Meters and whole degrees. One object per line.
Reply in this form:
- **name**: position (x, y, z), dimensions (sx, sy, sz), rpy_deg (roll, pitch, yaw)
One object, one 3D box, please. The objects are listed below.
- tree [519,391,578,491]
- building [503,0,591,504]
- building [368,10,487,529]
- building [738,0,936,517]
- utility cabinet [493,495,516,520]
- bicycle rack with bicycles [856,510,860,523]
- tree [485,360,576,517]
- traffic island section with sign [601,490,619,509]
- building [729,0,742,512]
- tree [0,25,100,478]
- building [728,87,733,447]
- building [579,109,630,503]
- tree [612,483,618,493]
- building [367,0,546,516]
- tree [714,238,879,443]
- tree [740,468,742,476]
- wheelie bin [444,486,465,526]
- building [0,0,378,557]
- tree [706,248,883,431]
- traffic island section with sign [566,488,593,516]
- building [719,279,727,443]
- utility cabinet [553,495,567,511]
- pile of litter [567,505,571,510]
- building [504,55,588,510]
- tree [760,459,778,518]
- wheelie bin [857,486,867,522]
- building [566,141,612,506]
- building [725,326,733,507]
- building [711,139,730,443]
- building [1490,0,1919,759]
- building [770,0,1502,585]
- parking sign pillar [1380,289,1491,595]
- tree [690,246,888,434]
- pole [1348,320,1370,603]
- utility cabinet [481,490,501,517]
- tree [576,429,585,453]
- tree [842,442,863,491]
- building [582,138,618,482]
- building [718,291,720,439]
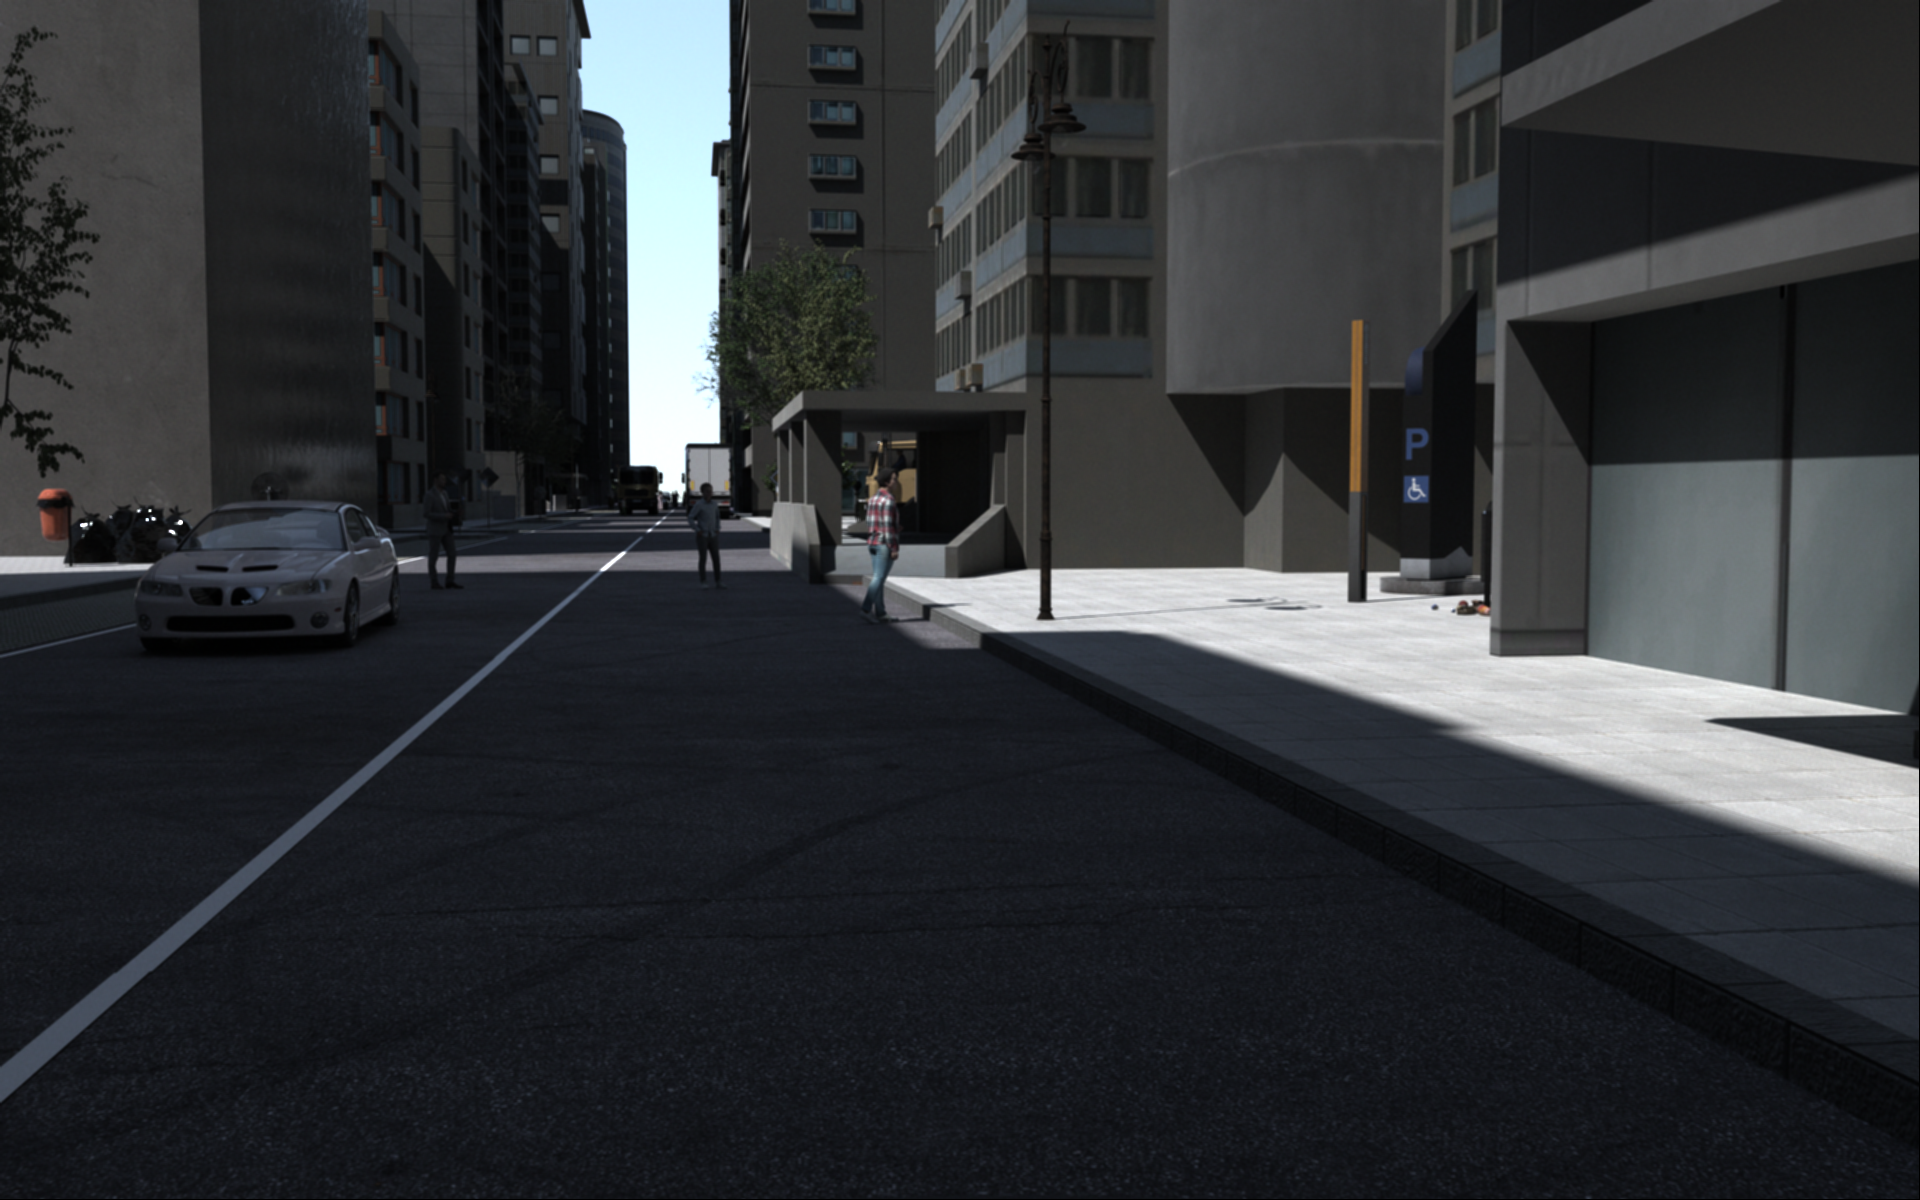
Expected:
- **tree**: position (-29.381, -10.516, 122.294), dimensions (4.737, 8.622, 4.395), rpy_deg (0, 3, 0)
- **building**: position (-51.684, -35.655, 172.198), dimensions (28.713, 52.752, 27.495), rpy_deg (-1, 4, -9)
- **building**: position (-36.456, -14.030, 74.422), dimensions (27.650, 21.520, 28.899), rpy_deg (-1, 4, -9)
- **building**: position (-2.710, -29.600, 107.663), dimensions (21.300, 48.544, 21.600), rpy_deg (-1, 4, -9)
- **utility cabinet**: position (-22.765, -4.608, 86.503), dimensions (1.020, 1.237, 0.306), rpy_deg (-1, 4, -16)
- **bicycle rack with bicycles**: position (-3.188, -3.591, 72.103), dimensions (2.925, 0.926, 2.852), rpy_deg (-3, 5, -44)
- **tree**: position (-24.364, -8.926, 96.307), dimensions (4.360, 8.622, 3.978), rpy_deg (0, 3, 0)
- **traffic island section with sign**: position (-32.506, -9.374, 161.886), dimensions (1.989, 1.847, 2.006), rpy_deg (-1, 4, -9)
- **building**: position (-10.505, -27.473, 132.786), dimensions (14.154, 41.232, 14.086), rpy_deg (-1, 4, -9)
- **tree**: position (-14.447, -4.573, 25.130), dimensions (4.737, 8.622, 4.395), rpy_deg (0, 3, 0)
- **building**: position (-9.864, -30.846, 158.959), dimensions (22.147, 44.769, 28.867), rpy_deg (-1, 4, -9)
- **building**: position (-61.319, -44.027, 261.839), dimensions (21.231, 58.520, 28.212), rpy_deg (-1, 4, -9)
- **tree**: position (-43.071, -13.366, 213.136), dimensions (1.663, 3.219, 1.824), rpy_deg (0, 3, 0)
- **building**: position (-36.700, -40.838, 105.949), dimensions (20.563, 71.187, 20.611), rpy_deg (-1, 4, -9)
- **tree**: position (-4.088, -6.035, 49.040), dimensions (4.737, 8.622, 4.395), rpy_deg (0, 3, 0)
- **tree**: position (-14.041, -8.515, 122.927), dimensions (4.285, 4.588, 4.351), rpy_deg (0, 3, 0)
- **wheelie bin**: position (-20.267, -3.742, 69.097), dimensions (0.980, 1.594, 0.693), rpy_deg (-2, 4, -25)
- **building**: position (-33.815, -14.535, 42.156), dimensions (34.151, 26.468, 19.350), rpy_deg (-1, 4, -9)
- **tree**: position (-6.897, -8.969, 72.394), dimensions (9.928, 11.665, 9.643), rpy_deg (0, 3, 0)
- **traffic island section with sign**: position (-24.828, -6.336, 112.220), dimensions (1.989, 1.847, 2.006), rpy_deg (-1, 4, -9)
- **building**: position (-25.242, -28.227, 233.211), dimensions (14.160, 30.474, 14.107), rpy_deg (-1, 4, -9)
- **utility cabinet**: position (-30.798, -7.473, 133.340), dimensions (1.020, 1.237, 0.306), rpy_deg (-3, 5, -43)
- **pile of litter**: position (-31.468, -7.533, 137.127), dimensions (1.719, 0.858, 1.176), rpy_deg (-1, 4, -16)
- **building**: position (-48.497, -27.787, 146.194), dimensions (32.217, 40.220, 23.993), rpy_deg (-1, 4, -9)
- **tree**: position (-9.990, -6.119, 94.653), dimensions (1.663, 3.219, 1.824), rpy_deg (0, 3, 0)
- **wheelie bin**: position (-3.580, -3.660, 67.744), dimensions (0.693, 1.594, 0.980), rpy_deg (-3, 5, -41)
- **building**: position (-46.840, -31.257, 194.639), dimensions (14.154, 41.232, 14.086), rpy_deg (-1, 4, -9)
- **building**: position (-11.367, -21.013, 188.608), dimensions (27.650, 21.520, 28.899), rpy_deg (-1, 4, -9)
- **building**: position (-21.693, -40.675, 254.275), dimensions (28.713, 52.752, 27.495), rpy_deg (-1, 4, -9)
- **building**: position (17.040, -25.234, 1.822), dimensions (28.713, 52.752, 27.495), rpy_deg (-1, 4, -9)
- **building**: position (12.467, -21.021, 35.580), dimensions (32.217, 40.220, 23.993), rpy_deg (-1, 4, -9)
- **parking sign pillar**: position (6.230, -2.083, 22.526), dimensions (1.447, 3.967, 1.447), rpy_deg (3, 5, 40)
- **tree**: position (-8.475, -10.744, 86.040), dimensions (12.009, 13.543, 11.850), rpy_deg (0, 3, 0)
- **pole**: position (4.711, -1.627, 20.438), dimensions (0.158, 3.312, 0.155), rpy_deg (0, 3, 0)
- **utility cabinet**: position (-25.393, -5.198, 93.660), dimensions (0.318, 1.500, 1.173), rpy_deg (3, 4, 38)
- **tree**: position (-30.096, -10.867, 128.040), dimensions (4.360, 8.622, 3.978), rpy_deg (0, 3, 0)
- **tree**: position (-4.036, -3.646, 54.217), dimensions (1.663, 3.219, 1.824), rpy_deg (0, 3, 0)
- **building**: position (-58.568, -37.477, 232.363), dimensions (23.786, 49.044, 30.456), rpy_deg (-1, 4, -9)
- **building**: position (-28.058, -40.554, 282.671), dimensions (23.786, 49.044, 30.456), rpy_deg (-1, 4, -9)
